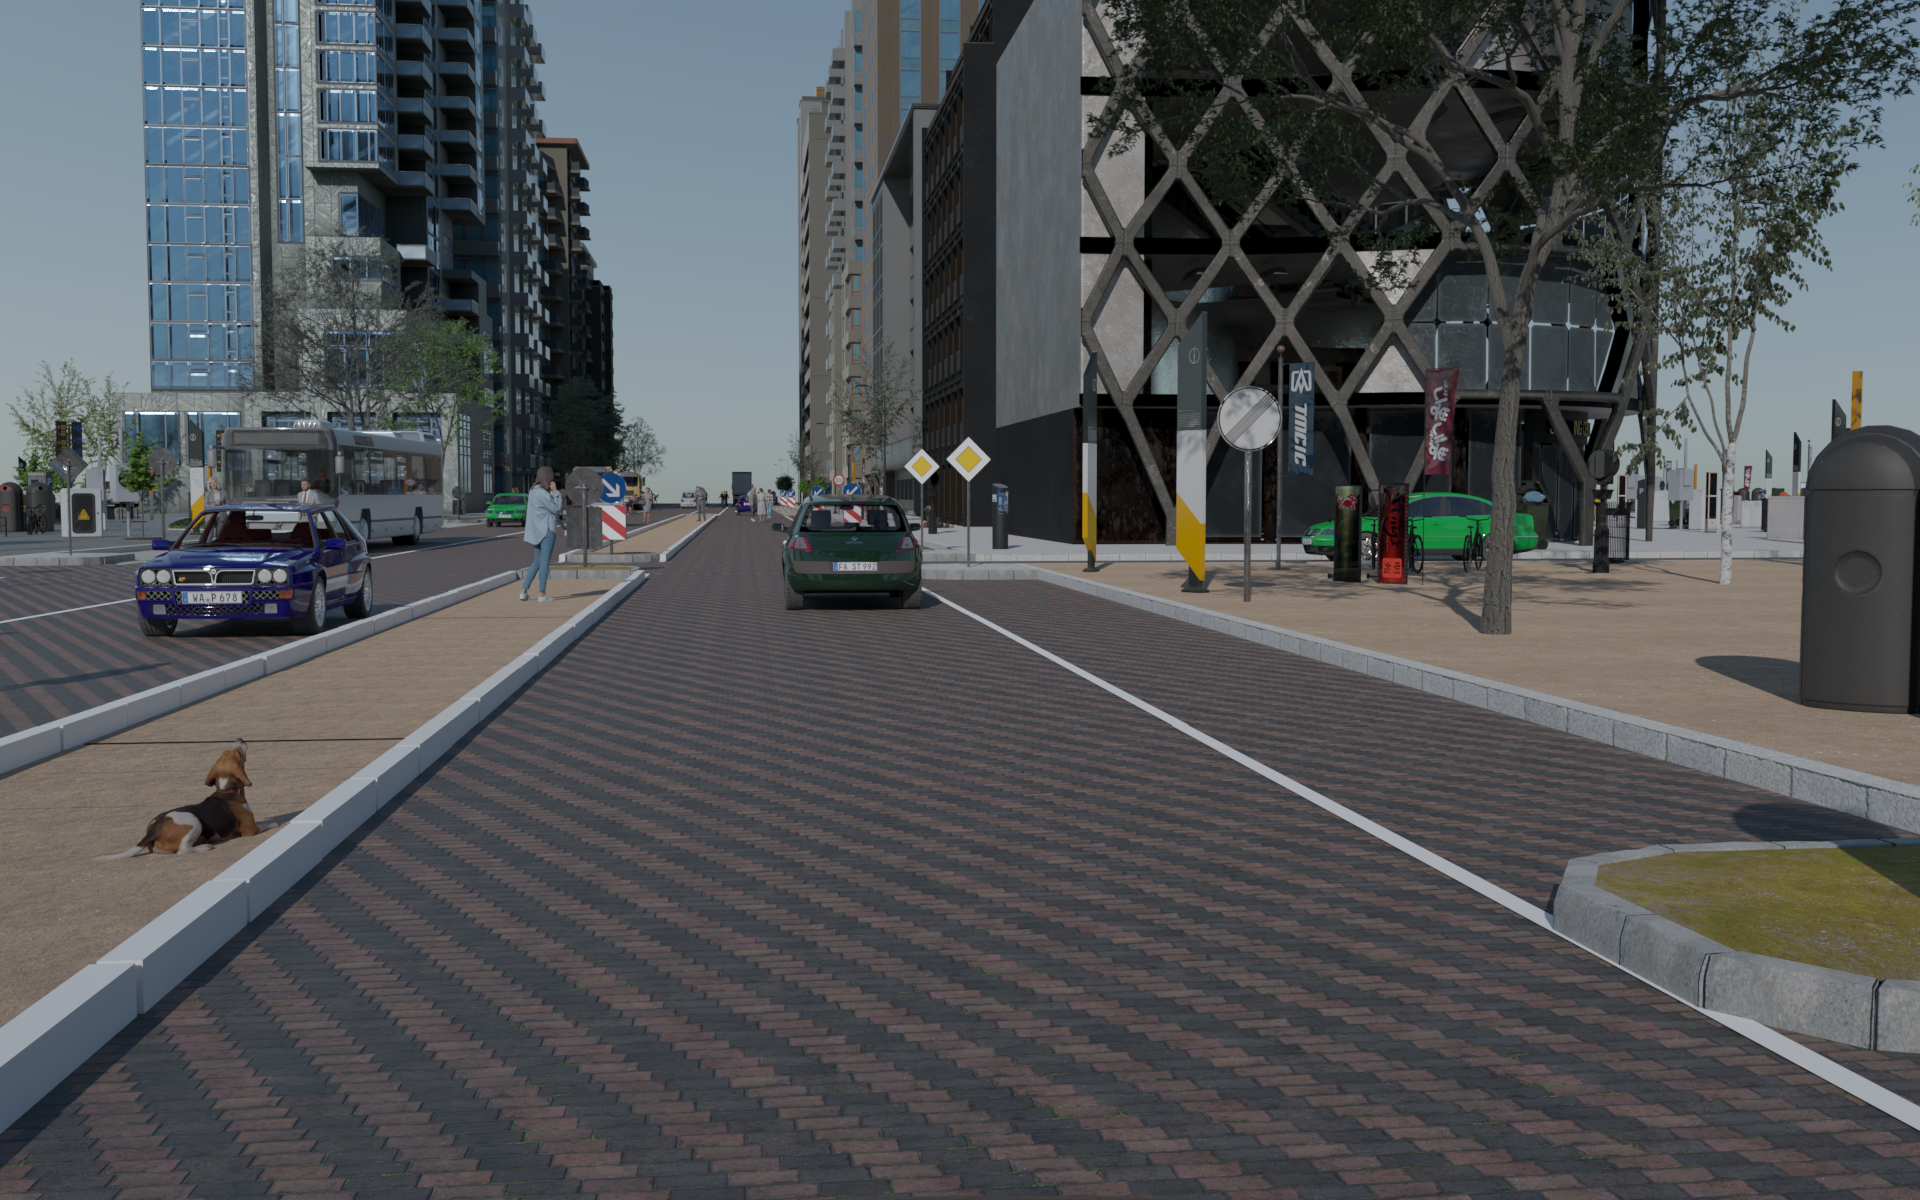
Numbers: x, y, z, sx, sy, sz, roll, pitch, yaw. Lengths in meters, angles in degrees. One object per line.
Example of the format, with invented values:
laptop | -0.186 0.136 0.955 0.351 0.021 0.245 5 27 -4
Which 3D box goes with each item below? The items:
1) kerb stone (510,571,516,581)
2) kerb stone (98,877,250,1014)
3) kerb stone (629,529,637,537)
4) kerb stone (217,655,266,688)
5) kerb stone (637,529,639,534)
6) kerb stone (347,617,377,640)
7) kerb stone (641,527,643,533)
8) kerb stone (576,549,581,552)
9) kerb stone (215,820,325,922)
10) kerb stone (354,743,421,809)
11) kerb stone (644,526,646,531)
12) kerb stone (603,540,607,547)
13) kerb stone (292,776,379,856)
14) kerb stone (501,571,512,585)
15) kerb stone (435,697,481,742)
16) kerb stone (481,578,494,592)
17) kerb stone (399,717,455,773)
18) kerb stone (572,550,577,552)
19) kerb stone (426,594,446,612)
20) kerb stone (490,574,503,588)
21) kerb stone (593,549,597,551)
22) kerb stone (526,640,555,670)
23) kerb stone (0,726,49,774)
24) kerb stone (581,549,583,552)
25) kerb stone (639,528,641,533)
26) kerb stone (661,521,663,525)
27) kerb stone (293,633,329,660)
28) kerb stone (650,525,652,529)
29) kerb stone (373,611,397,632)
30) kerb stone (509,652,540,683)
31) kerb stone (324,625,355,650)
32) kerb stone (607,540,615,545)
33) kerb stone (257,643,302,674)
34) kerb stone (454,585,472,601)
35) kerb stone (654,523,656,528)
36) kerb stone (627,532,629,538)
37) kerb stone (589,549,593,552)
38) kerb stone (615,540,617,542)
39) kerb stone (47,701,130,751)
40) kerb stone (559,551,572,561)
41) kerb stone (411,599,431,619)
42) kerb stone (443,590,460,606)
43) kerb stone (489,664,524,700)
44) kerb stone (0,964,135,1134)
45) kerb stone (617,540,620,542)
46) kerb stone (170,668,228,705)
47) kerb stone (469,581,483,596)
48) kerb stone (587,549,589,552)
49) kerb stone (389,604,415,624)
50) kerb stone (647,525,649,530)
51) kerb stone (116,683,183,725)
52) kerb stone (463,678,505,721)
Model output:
kerb stone | -7.386 -0.380 28.415 0.120 0.150 1.000 0 4 -7
kerb stone | -2.371 1.036 5.259 0.120 0.150 1.000 0 4 -7
kerb stone | -11.261 -2.278 59.459 0.120 0.150 1.000 0 4 -7
kerb stone | -5.485 0.558 13.137 0.120 0.150 1.000 0 4 -7
kerb stone | -11.390 -2.341 60.475 0.120 0.150 1.000 0 4 -7
kerb stone | -5.990 0.305 17.204 0.120 0.150 1.000 0 4 -7
kerb stone | -11.641 -2.467 62.523 0.120 0.150 1.000 0 4 -7
kerb stone | -8.721 -1.035 39.117 0.120 0.150 1.000 0 4 -7
kerb stone | -2.496 0.977 6.279 0.120 0.150 1.000 0 4 -7
kerb stone | -2.759 0.849 8.331 0.120 0.150 1.000 0 4 -7
kerb stone | -11.900 -2.591 64.552 0.120 0.150 1.000 0 4 -7
kerb stone | -9.606 -1.470 46.237 0.120 0.150 1.000 0 4 -7
kerb stone | -2.631 0.911 7.305 0.120 0.150 1.000 0 4 -7
kerb stone | -7.259 -0.318 27.396 0.120 0.150 1.000 0 4 -7
kerb stone | -3.018 0.728 10.365 0.120 0.150 1.000 0 4 -7
kerb stone | -7.003 -0.189 25.368 0.120 0.150 1.000 0 4 -7
kerb stone | -2.885 0.786 9.347 0.120 0.150 1.000 0 4 -7
kerb stone | -8.586 -0.969 38.094 0.120 0.150 1.000 0 4 -7
kerb stone | -6.494 0.056 21.288 0.120 0.150 1.000 0 4 -7
kerb stone | -7.132 -0.256 26.382 0.120 0.150 1.000 0 4 -7
kerb stone | -9.357 -1.346 44.201 0.120 0.150 1.000 0 4 -7
kerb stone | -3.517 0.475 14.437 0.120 0.150 1.000 0 4 -7
kerb stone | -4.973 0.803 9.074 0.120 0.150 1.000 0 4 -7
kerb stone | -8.843 -1.094 40.137 0.120 0.150 1.000 0 4 -7
kerb stone | -11.516 -2.404 61.501 0.120 0.150 1.000 0 4 -7
kerb stone | -13.556 -3.400 77.782 0.120 0.150 1.000 0 4 -7
kerb stone | -5.734 0.430 15.175 0.120 0.150 1.000 0 4 -7
kerb stone | -12.407 -2.839 68.619 0.120 0.150 1.000 0 4 -7
kerb stone | -6.116 0.247 18.229 0.120 0.150 1.000 0 4 -7
kerb stone | -3.399 0.545 13.422 0.120 0.150 1.000 0 4 -7
kerb stone | -5.859 0.370 16.190 0.120 0.150 1.000 0 4 -7
kerb stone | -9.994 -1.651 49.282 0.120 0.150 1.000 0 4 -7
kerb stone | -5.595 0.491 14.160 0.120 0.150 1.000 0 4 -7
kerb stone | -6.747 -0.069 23.320 0.120 0.150 1.000 0 4 -7
kerb stone | -12.787 -3.024 71.669 0.120 0.150 1.000 0 4 -7
kerb stone | -10.751 -2.030 55.392 0.120 0.150 1.000 0 4 -7
kerb stone | -9.101 -1.221 42.173 0.120 0.150 1.000 0 4 -7
kerb stone | -10.121 -1.717 50.297 0.120 0.150 1.000 0 4 -7
kerb stone | -5.093 0.740 10.092 0.120 0.150 1.000 0 4 -7
kerb stone | -8.467 -0.910 37.078 0.120 0.150 1.000 0 4 -7
kerb stone | -6.366 0.118 20.264 0.120 0.150 1.000 0 4 -7
kerb stone | -6.621 0.000 22.303 0.120 0.150 1.000 0 4 -7
kerb stone | -3.269 0.601 12.400 0.120 0.150 1.000 0 4 -7
kerb stone | -2.255 1.099 4.243 0.120 0.150 1.000 0 4 -7
kerb stone | -10.249 -1.781 51.320 0.120 0.150 1.000 0 4 -7
kerb stone | -5.354 0.616 12.123 0.120 0.150 1.000 0 4 -7
kerb stone | -6.880 -0.130 24.341 0.120 0.150 1.000 0 4 -7
kerb stone | -8.984 -1.156 41.158 0.120 0.150 1.000 0 4 -7
kerb stone | -6.244 0.180 19.249 0.120 0.150 1.000 0 4 -7
kerb stone | -12.155 -2.714 66.587 0.120 0.150 1.000 0 4 -7
kerb stone | -5.225 0.678 11.106 0.120 0.150 1.000 0 4 -7
kerb stone | -3.140 0.661 11.386 0.120 0.150 1.000 0 4 -7
